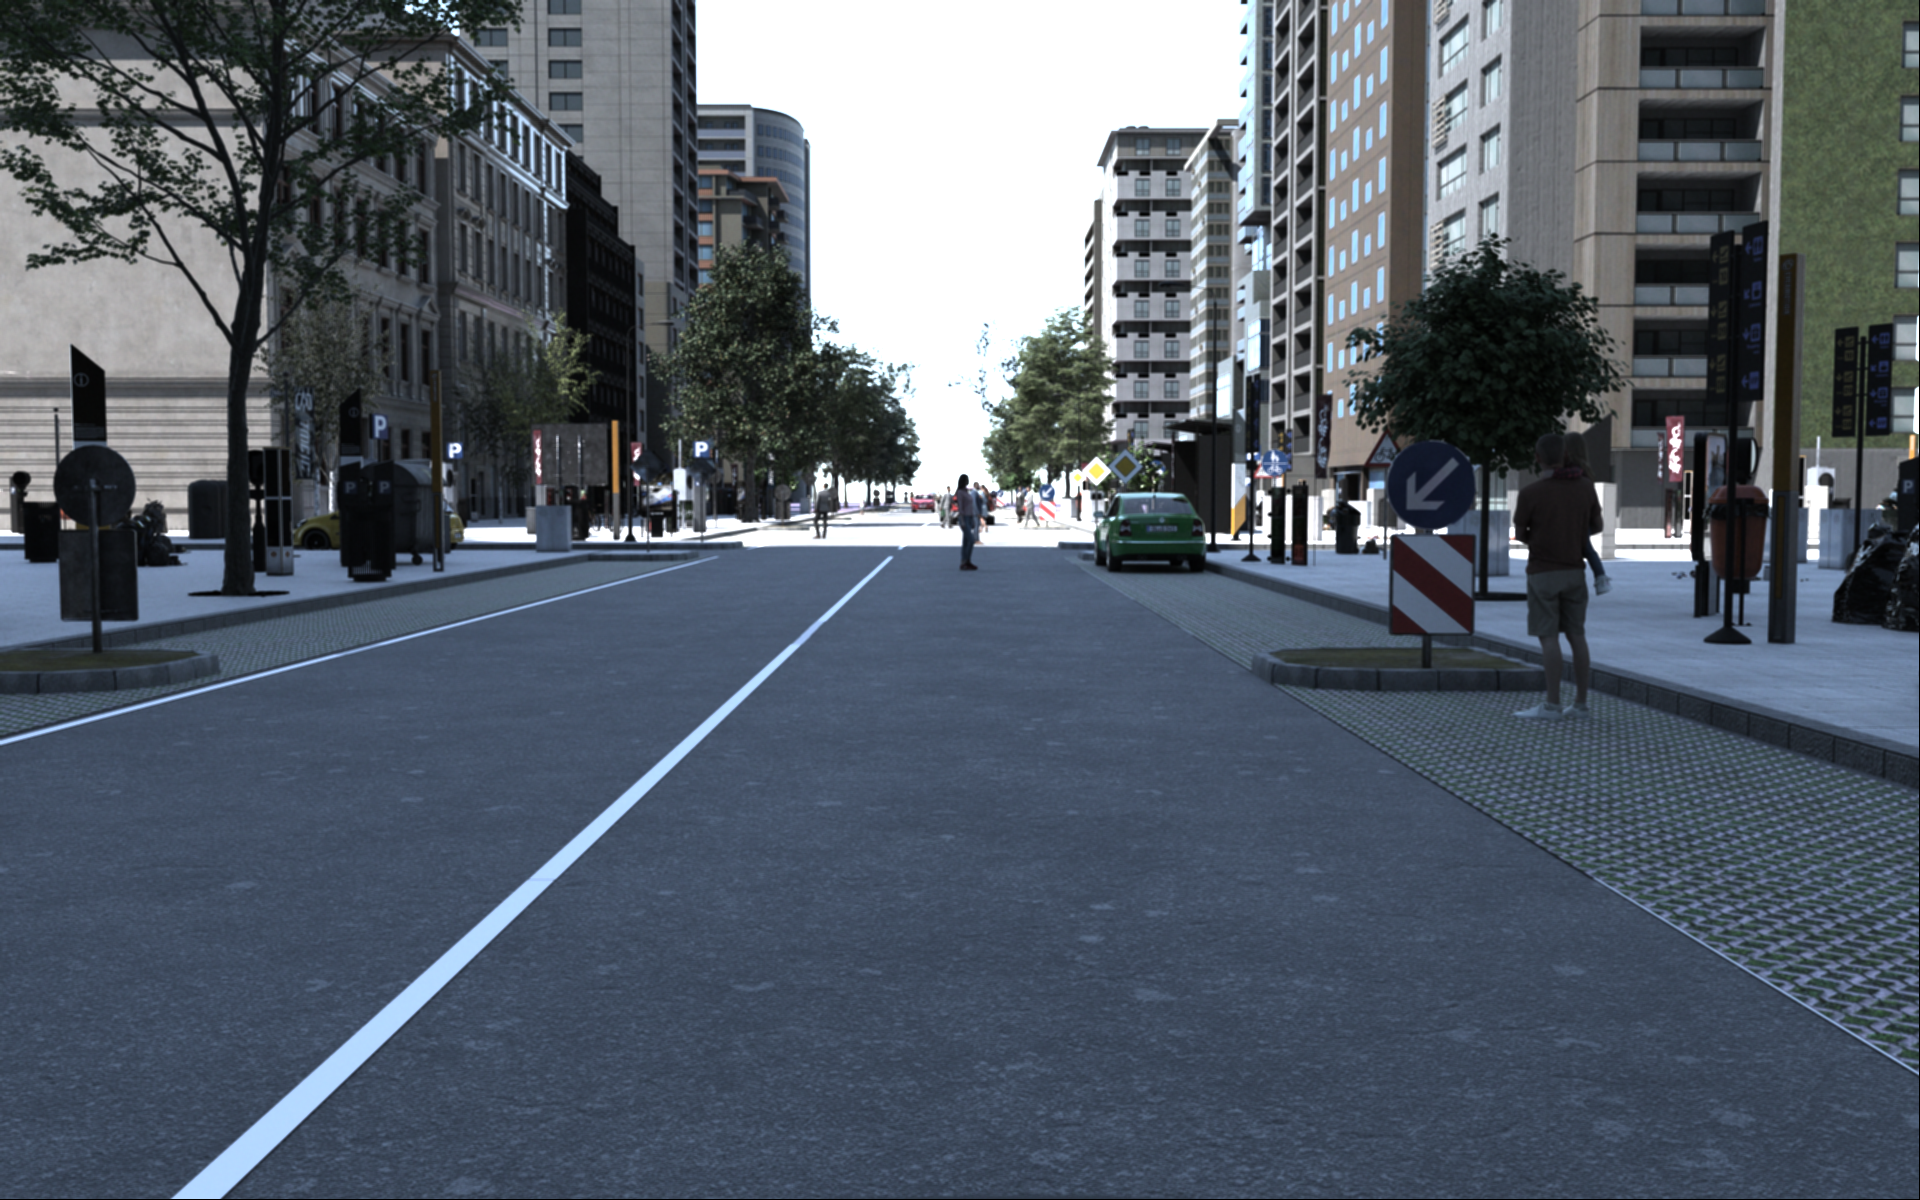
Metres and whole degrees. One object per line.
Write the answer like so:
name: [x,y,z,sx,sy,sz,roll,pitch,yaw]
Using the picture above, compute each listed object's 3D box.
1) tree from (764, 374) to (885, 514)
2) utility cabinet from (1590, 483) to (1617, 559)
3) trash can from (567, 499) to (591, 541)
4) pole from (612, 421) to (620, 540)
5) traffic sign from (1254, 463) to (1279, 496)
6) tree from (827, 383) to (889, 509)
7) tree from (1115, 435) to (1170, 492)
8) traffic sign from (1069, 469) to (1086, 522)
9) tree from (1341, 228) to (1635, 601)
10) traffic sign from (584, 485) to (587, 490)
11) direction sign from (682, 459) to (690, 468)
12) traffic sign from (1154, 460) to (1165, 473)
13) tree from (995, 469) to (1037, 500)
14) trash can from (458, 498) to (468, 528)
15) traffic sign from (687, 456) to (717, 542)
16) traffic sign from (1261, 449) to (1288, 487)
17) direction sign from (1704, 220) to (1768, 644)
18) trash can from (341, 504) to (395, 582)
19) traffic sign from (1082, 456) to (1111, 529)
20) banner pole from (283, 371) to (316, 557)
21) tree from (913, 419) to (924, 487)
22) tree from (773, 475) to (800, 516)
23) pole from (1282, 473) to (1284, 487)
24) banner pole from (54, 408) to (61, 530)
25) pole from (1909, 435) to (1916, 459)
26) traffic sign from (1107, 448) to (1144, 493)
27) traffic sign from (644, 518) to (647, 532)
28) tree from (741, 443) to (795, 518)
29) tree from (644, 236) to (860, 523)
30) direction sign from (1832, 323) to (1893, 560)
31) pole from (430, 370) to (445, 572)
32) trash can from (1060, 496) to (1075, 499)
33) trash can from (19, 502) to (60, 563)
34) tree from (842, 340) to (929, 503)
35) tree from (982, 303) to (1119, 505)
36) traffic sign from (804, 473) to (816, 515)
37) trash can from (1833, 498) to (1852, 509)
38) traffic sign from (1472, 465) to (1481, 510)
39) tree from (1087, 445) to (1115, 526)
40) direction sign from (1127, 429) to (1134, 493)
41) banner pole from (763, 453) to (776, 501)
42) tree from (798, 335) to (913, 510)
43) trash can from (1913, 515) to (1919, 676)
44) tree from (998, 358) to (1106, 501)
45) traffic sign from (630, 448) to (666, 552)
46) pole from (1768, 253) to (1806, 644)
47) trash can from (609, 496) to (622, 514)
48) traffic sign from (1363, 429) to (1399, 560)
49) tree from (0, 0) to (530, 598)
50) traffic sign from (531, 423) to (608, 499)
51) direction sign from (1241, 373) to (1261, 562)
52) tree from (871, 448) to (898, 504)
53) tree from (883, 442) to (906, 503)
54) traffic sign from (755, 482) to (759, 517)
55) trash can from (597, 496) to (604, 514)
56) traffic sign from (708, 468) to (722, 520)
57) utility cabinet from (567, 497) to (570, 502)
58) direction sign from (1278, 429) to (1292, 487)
tree: [-9.659,-11.873,128.537,8.767,10.594,7.601,0,4,1]
utility cabinet: [12.514,-1.561,34.201,0.318,1.500,1.173,-1,4,-10]
trash can: [-10.530,-2.199,47.611,0.748,1.137,0.748,0,3,0]
pole: [-9.548,-3.318,48.093,0.158,3.312,0.155,0,3,0]
traffic sign: [10.177,-3.532,57.746,0.884,2.594,0.081,0,4,8]
tree: [-10.098,-13.928,153.470,9.928,11.665,9.643,0,3,0]
tree: [6.093,-3.819,57.035,1.663,3.219,1.824,0,3,0]
traffic sign: [5.392,-4.781,79.350,0.795,2.450,0.064,1,4,9]
tree: [6.548,-2.298,21.285,4.285,4.588,4.351,0,3,0]
traffic sign: [-11.910,-3.362,55.072,0.768,2.556,0.104,0,4,6]
direction sign: [-13.644,-5.746,85.949,0.379,3.537,0.876,-3,4,-39]
traffic sign: [7.312,-3.967,64.964,0.768,2.556,0.104,0,4,2]
tree: [5.770,-11.170,166.349,4.285,4.588,4.351,0,3,0]
trash can: [-18.177,-3.125,62.748,0.748,1.137,0.748,0,3,0]
traffic sign: [-6.869,-2.595,46.071,0.795,2.450,0.064,0,3,0]
traffic sign: [8.954,-3.011,49.332,0.768,2.556,0.104,0,4,6]
direction sign: [6.630,-1.398,14.854,0.379,3.537,0.876,0,4,-5]
trash can: [-8.679,-0.843,25.438,0.748,1.137,0.748,0,3,0]
traffic sign: [3.626,-2.594,46.057,0.795,2.450,0.064,0,3,0]
banner pole: [-13.533,-2.778,35.430,0.401,3.779,0.863,3,4,38]
tree: [-10.251,-17.469,192.277,9.857,13.997,8.962,0,3,0]
tree: [-10.101,-6.426,99.671,1.663,3.219,1.824,0,3,0]
pole: [19.242,-6.699,103.378,0.158,3.312,0.155,0,3,0]
banner pole: [-26.209,-3.692,50.387,0.401,3.779,0.863,-1,4,-20]
pole: [32.878,-4.036,59.835,0.158,3.312,0.155,0,3,0]
traffic sign: [3.631,-2.106,38.072,0.795,2.450,0.064,0,3,0]
traffic sign: [-10.683,-3.587,58.748,0.768,2.556,0.104,0,4,2]
tree: [-10.110,-6.677,92.883,4.285,4.588,4.351,0,3,0]
tree: [-9.315,-9.790,77.072,9.611,12.733,9.660,0,3,0]
direction sign: [12.172,-1.923,23.433,0.379,3.537,0.876,-1,4,-23]
pole: [-8.649,-2.129,28.649,0.158,3.312,0.155,0,3,0]
trash can: [6.891,-6.173,112.585,0.748,1.137,0.748,0,3,0]
trash can: [-17.244,-1.278,32.541,0.748,1.137,0.748,0,3,0]
tree: [-10.459,-22.018,215.890,12.611,20.169,13.585,0,3,0]
tree: [6.108,-11.336,103.476,7.486,12.596,7.792,0,3,0]
traffic sign: [-9.014,-6.357,104.042,0.768,2.556,0.104,0,4,4]
trash can: [30.231,-2.927,59.516,0.748,1.137,0.748,0,3,0]
traffic sign: [8.519,-1.686,28.749,0.795,2.450,0.064,0,4,4]
tree: [5.856,-4.542,68.855,1.663,3.219,1.824,0,3,0]
direction sign: [5.951,-4.184,60.410,0.379,3.537,0.876,0,4,-8]
banner pole: [-9.752,-5.993,87.998,0.863,3.779,0.401,1,4,13]
tree: [-9.816,-14.192,138.688,9.857,13.997,8.962,0,3,0]
trash can: [6.709,0.012,11.450,0.748,1.137,0.748,0,3,0]
tree: [6.222,-11.028,114.716,8.767,10.594,7.601,3,5,43]
traffic sign: [-6.863,-2.107,38.086,0.795,2.450,0.064,0,3,0]
pole: [7.079,-1.283,14.828,0.158,3.312,0.155,0,3,0]
trash can: [-20.568,-5.615,103.460,0.748,1.137,0.748,0,3,0]
traffic sign: [8.315,-2.068,33.814,0.884,2.594,0.081,0,4,6]
tree: [-8.973,-5.863,21.609,9.928,11.665,9.643,0,3,0]
traffic sign: [-11.268,-3.428,49.920,2.265,3.308,0.079,0,4,6]
direction sign: [5.567,-2.508,33.005,0.379,3.537,0.876,0,4,-6]
tree: [-10.224,-17.004,228.382,4.360,8.622,3.978,0,3,0]
tree: [-9.179,-17.744,240.476,4.737,8.622,4.395,0,3,0]
traffic sign: [-11.069,-5.804,94.896,0.884,2.594,0.081,0,4,7]
trash can: [-21.854,-5.776,106.095,0.748,1.137,0.748,0,3,0]
traffic sign: [-12.007,-5.161,84.483,0.768,2.556,0.104,0,4,8]
utility cabinet: [-11.698,-2.457,51.338,0.306,1.237,1.020,-1,4,-14]
direction sign: [11.368,-4.198,60.629,0.379,3.537,0.876,-1,4,-21]
